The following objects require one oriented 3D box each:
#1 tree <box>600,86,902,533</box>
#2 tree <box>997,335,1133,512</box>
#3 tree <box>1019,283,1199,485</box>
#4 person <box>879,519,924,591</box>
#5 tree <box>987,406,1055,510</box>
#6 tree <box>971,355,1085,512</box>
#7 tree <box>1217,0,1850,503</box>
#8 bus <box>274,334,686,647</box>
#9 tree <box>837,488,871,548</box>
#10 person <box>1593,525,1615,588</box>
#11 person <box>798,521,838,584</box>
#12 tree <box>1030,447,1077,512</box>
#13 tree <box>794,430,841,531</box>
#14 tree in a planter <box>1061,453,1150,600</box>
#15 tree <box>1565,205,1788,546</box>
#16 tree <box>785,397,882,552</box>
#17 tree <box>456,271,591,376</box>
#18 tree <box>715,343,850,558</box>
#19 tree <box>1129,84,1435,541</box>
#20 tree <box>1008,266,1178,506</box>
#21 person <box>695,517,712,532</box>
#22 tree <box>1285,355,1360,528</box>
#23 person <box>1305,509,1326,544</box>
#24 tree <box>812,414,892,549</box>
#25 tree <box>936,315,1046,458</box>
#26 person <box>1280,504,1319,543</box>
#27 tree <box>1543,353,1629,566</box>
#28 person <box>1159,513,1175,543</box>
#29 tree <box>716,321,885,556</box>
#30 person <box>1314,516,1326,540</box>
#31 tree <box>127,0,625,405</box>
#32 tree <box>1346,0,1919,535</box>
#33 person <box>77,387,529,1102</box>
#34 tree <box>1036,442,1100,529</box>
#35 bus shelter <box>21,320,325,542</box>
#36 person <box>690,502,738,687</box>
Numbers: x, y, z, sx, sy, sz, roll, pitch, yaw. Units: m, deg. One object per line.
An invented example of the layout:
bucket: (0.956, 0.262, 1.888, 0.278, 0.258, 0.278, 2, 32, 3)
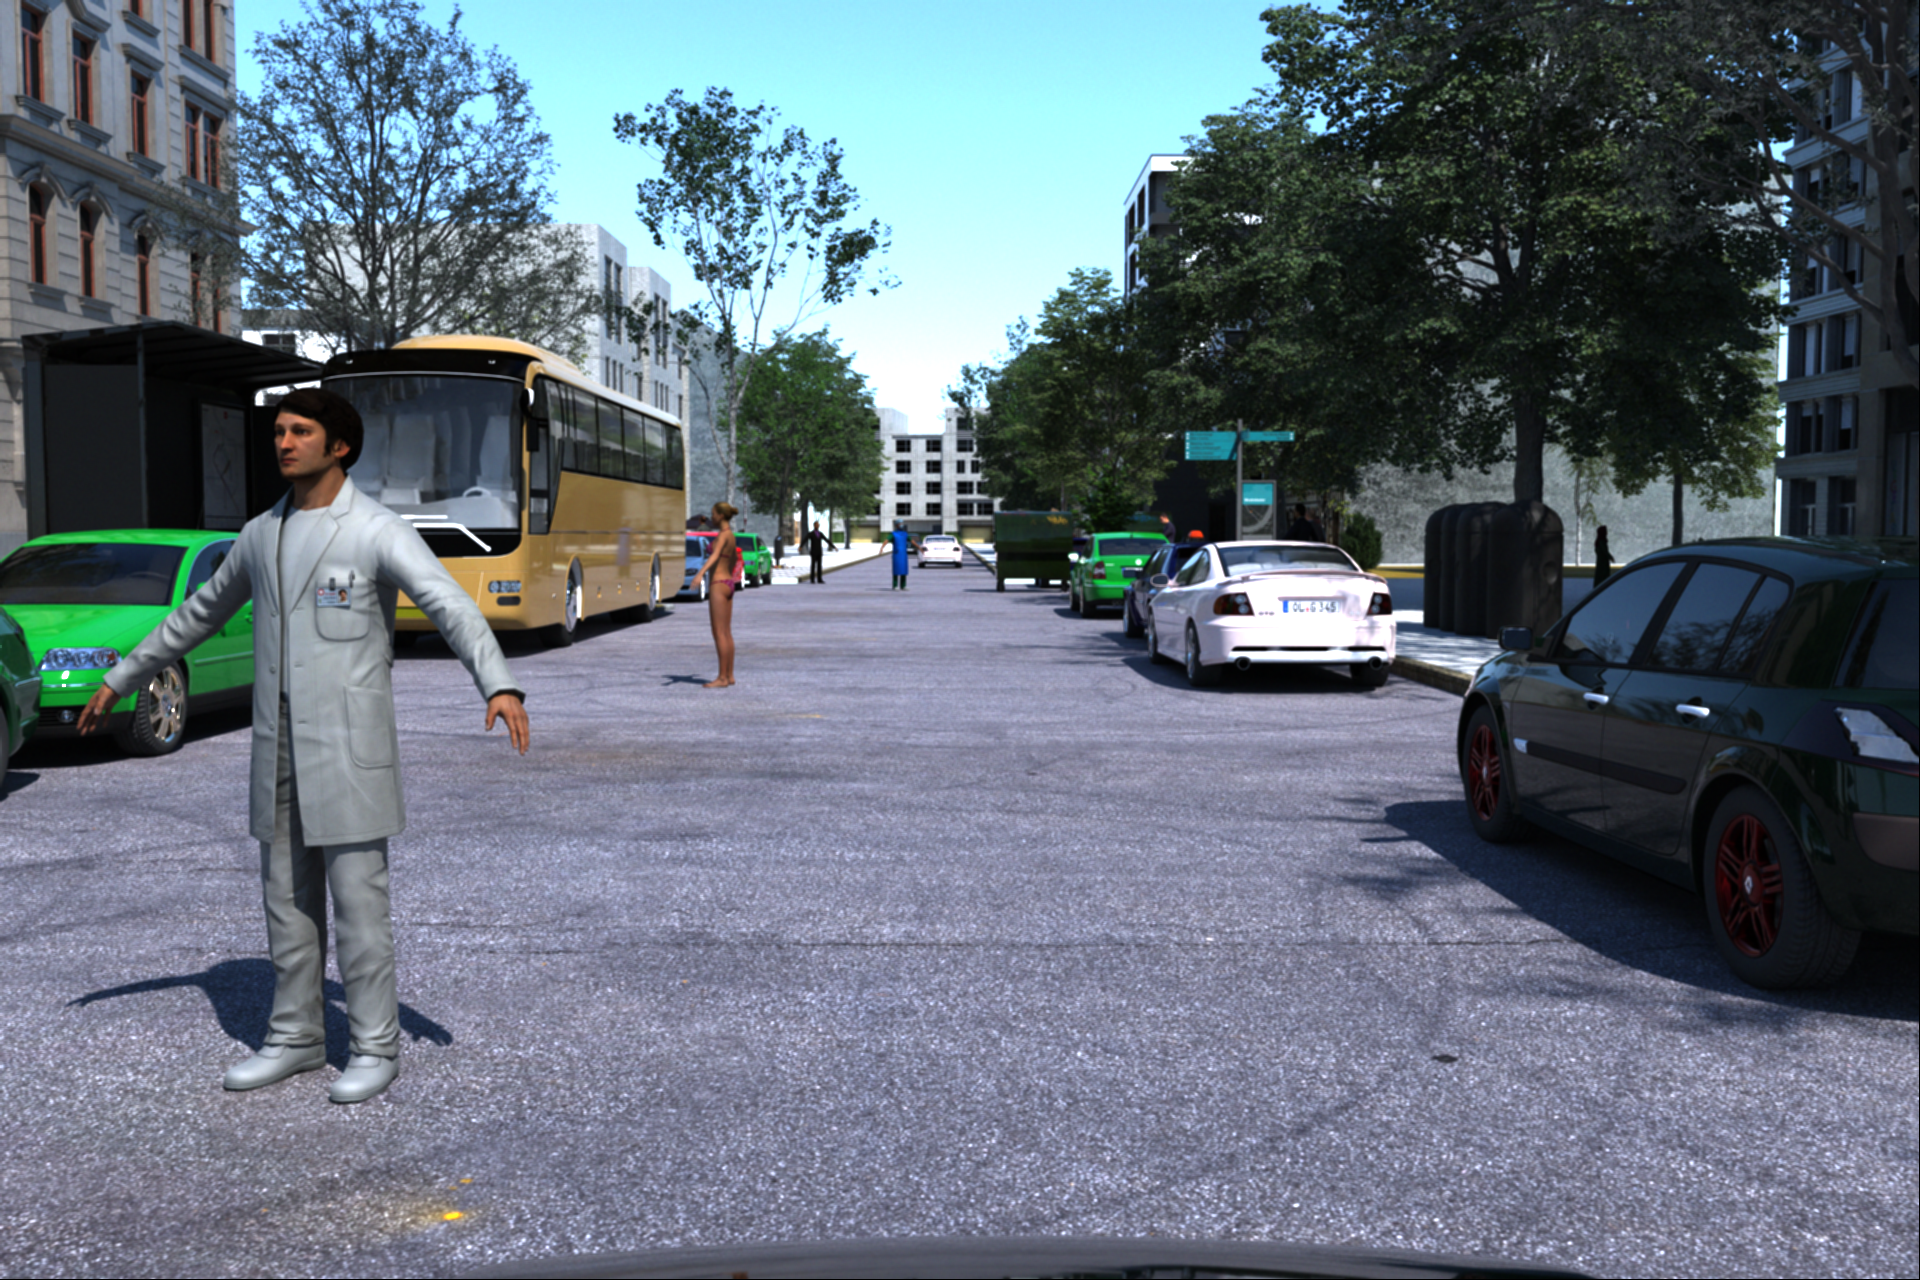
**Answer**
tree: (-8.798, -13.214, 71.938, 12.611, 20.169, 13.585, 0, 3, 0)
tree: (5.519, -10.011, 89.429, 9.928, 11.665, 9.643, 0, 3, 0)
tree: (5.838, -7.914, 63.808, 7.601, 10.594, 8.767, -1, 4, -15)
person: (-1.517, -2.168, 44.028, 1.347, 1.817, 0.704, -2, 4, -35)
tree: (5.670, -13.286, 135.345, 7.486, 12.596, 7.792, 0, 3, 0)
tree: (5.187, -13.195, 122.394, 9.857, 13.997, 8.962, 0, 3, 0)
tree: (9.463, -7.477, 28.897, 9.857, 13.997, 8.962, 0, 3, 0)
bus: (-6.150, -2.056, 25.157, 2.896, 3.916, 12.252, 0, 4, 0)
tree: (-10.169, -12.597, 156.320, 4.737, 8.622, 4.395, 0, 3, 0)
person: (11.512, -1.326, 30.890, 0.599, 1.438, 0.989, 0, 4, 7)
person: (-4.152, -2.542, 50.239, 1.346, 1.802, 0.704, -3, 4, -36)
tree: (6.132, -9.822, 110.956, 4.737, 8.622, 4.395, 0, 3, 0)
tree: (-9.361, -10.035, 114.433, 4.360, 8.622, 3.978, 0, 3, 0)
tree in a planter: (3.226, -2.490, 37.930, 1.991, 3.239, 1.994, 0, 4, -1)
tree: (24.700, -8.703, 60.428, 7.486, 12.596, 7.792, 0, 3, 0)
tree: (-9.274, -12.230, 125.722, 9.928, 11.665, 9.643, 0, 3, 0)
tree: (-12.534, -6.038, 49.082, 4.737, 8.622, 4.395, 0, 3, 0)
tree: (-9.525, -10.243, 93.228, 9.928, 11.665, 9.643, 0, 3, 0)
tree: (9.248, -8.749, 49.705, 9.857, 13.997, 8.962, 0, 3, 0)
tree: (5.479, -9.549, 74.246, 7.486, 12.596, 7.792, 0, 3, 0)
person: (-7.604, -2.743, 51.113, 0.705, 1.796, 1.348, 3, 5, 40)
tree: (13.357, -6.951, 64.008, 4.737, 8.622, 4.395, 0, 3, 0)
person: (6.569, -1.604, 32.829, 0.990, 1.755, 0.434, -2, 4, -28)
tree: (-9.517, -13.860, 144.740, 7.486, 12.596, 7.792, 0, 3, 0)
tree: (4.288, -18.142, 152.507, 12.611, 20.169, 13.585, 0, 3, 0)
person: (6.043, -1.521, 30.911, 1.345, 1.823, 0.704, -3, 5, -41)
tree: (24.502, -7.261, 69.087, 4.360, 8.622, 3.978, 0, 3, 0)
person: (4.695, -2.053, 40.054, 0.568, 1.767, 0.683, -1, 4, -11)
tree: (-9.381, -12.013, 103.062, 9.857, 13.997, 8.962, 0, 3, 0)
person: (10.184, -2.658, 49.606, 0.704, 1.811, 1.347, -1, 4, -16)
tree: (-12.469, -7.786, 37.673, 12.009, 13.543, 11.850, 0, 3, 0)
tree: (8.762, -6.431, 15.511, 12.009, 13.543, 11.850, 0, 3, 0)
person: (-1.671, 0.254, 4.488, 1.347, 1.806, 0.705, 1, 4, 18)
tree: (6.222, -9.471, 105.217, 4.737, 8.622, 4.395, 0, 3, 0)
bus shelter: (-9.561, -1.887, 22.143, 1.731, 3.624, 6.357, 0, 4, -1)
person: (-2.318, -0.431, 16.311, 0.721, 1.733, 1.217, 0, 4, 7)
